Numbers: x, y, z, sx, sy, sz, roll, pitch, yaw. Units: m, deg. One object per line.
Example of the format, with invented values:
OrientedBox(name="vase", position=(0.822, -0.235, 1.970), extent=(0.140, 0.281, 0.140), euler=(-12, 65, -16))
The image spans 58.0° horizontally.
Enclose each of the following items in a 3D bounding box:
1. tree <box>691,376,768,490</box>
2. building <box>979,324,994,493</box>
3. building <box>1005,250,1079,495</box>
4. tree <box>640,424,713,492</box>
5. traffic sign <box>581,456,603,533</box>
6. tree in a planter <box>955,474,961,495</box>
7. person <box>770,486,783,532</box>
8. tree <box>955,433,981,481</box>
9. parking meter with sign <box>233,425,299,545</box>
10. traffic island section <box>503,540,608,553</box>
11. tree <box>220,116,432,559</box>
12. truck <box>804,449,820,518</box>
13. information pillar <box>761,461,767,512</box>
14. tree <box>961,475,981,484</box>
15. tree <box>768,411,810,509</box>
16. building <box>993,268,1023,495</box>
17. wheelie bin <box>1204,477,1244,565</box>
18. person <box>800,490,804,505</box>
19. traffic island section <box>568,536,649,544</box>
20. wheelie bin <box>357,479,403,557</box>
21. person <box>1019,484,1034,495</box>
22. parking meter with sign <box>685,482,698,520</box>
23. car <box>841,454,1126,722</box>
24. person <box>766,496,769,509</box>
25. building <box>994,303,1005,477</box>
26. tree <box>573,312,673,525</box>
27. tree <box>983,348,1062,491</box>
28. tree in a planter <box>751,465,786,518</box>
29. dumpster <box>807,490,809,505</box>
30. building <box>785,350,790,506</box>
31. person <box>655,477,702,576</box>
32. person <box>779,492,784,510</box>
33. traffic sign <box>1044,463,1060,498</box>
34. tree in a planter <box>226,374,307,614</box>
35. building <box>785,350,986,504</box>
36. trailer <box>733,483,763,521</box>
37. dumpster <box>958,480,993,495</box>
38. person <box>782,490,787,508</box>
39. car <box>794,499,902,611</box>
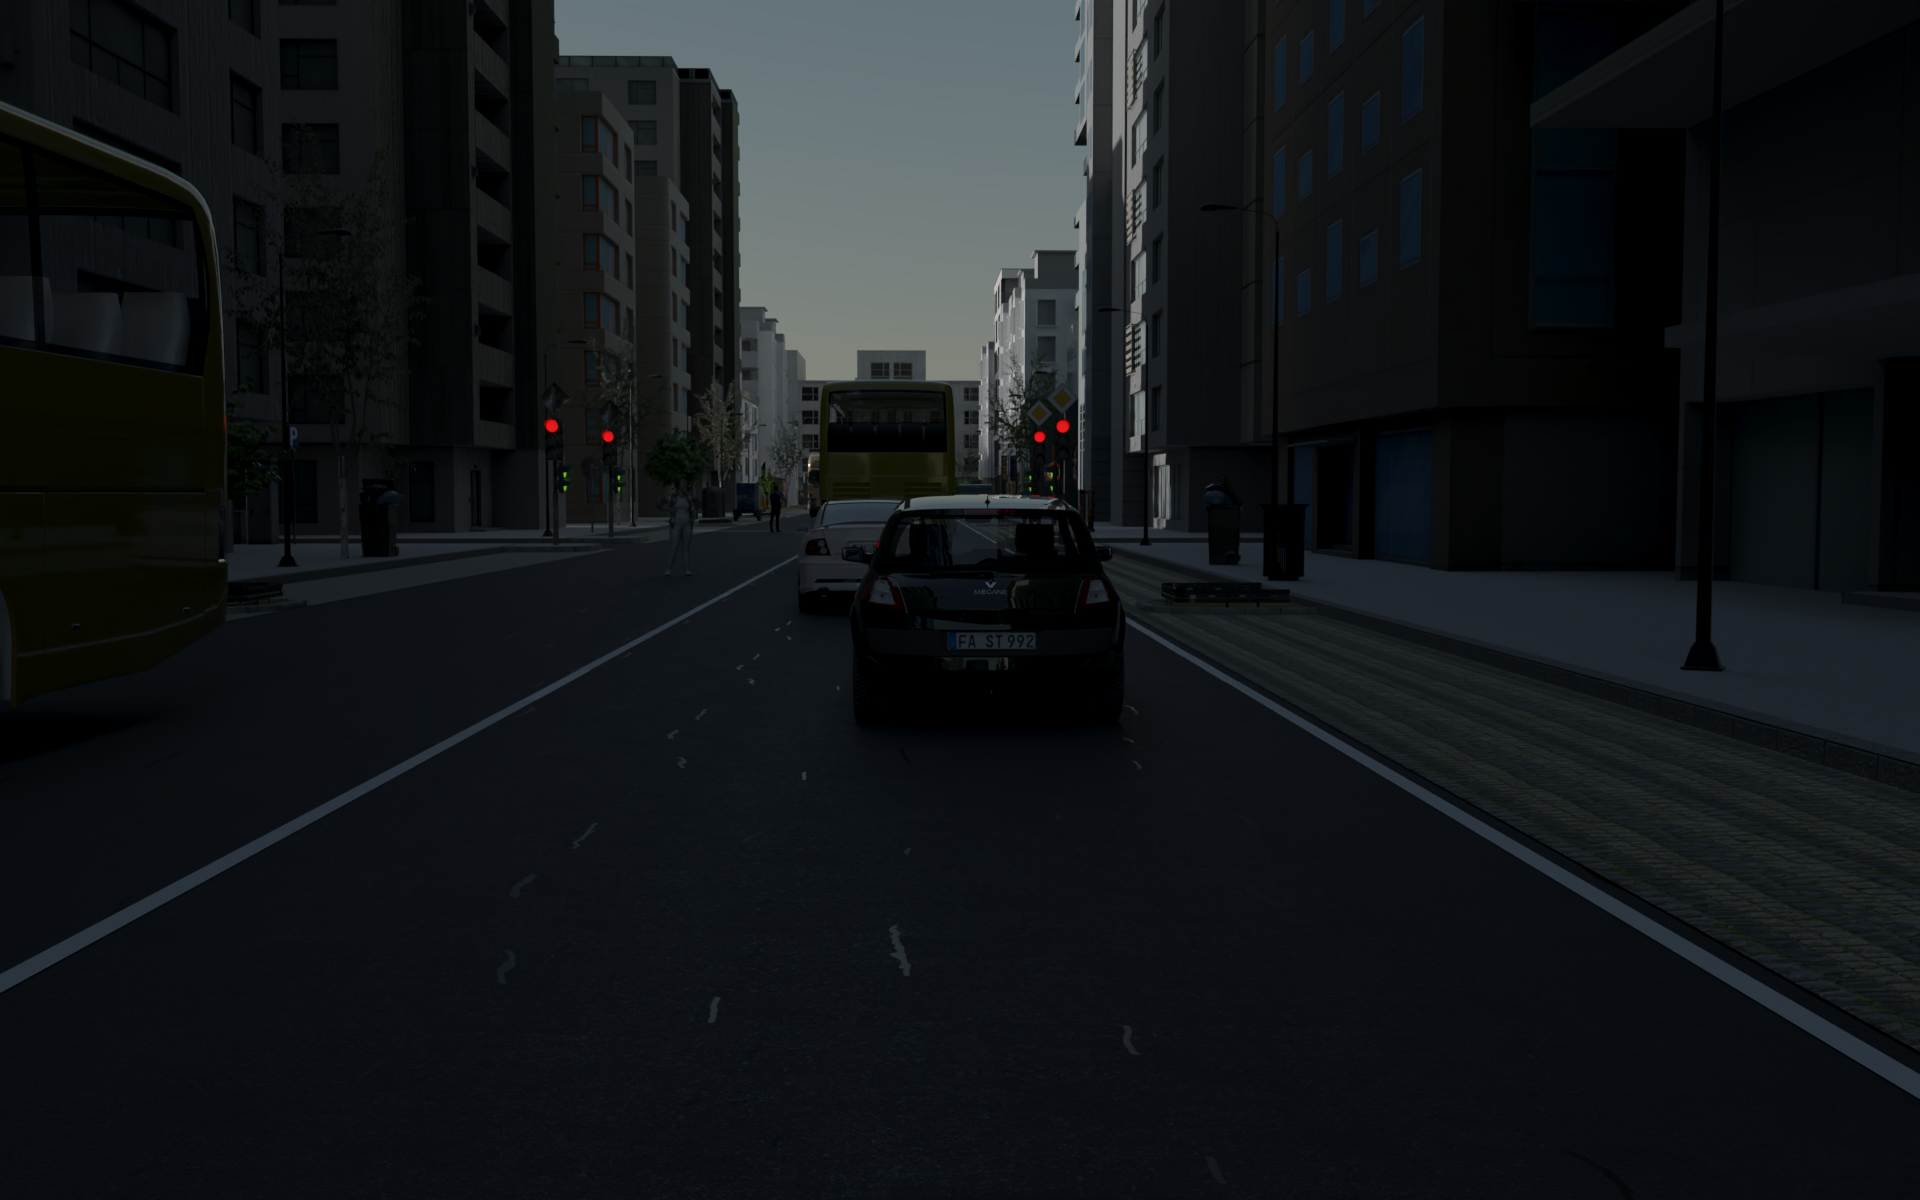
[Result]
OrientedBox(name="tree", position=(-14.777, -9.685, 108.715), extent=(4.360, 8.622, 3.978), euler=(0, 3, 0))
OrientedBox(name="building", position=(10.238, -20.766, 195.941), extent=(16.016, 20.091, 11.380), euler=(0, 4, -2))
OrientedBox(name="building", position=(12.181, -17.358, 140.216), extent=(16.016, 20.091, 11.380), euler=(0, 4, -2))
OrientedBox(name="tree", position=(-13.274, -5.974, 81.396), extent=(4.285, 4.588, 4.351), euler=(0, 3, 0))
OrientedBox(name="traffic sign", position=(-12.272, -3.526, 57.758), extent=(0.768, 2.556, 0.104), euler=(0, 4, 2))
OrientedBox(name="tree in a planter", position=(-0.385, -9.575, 153.779), extent=(1.991, 3.239, 1.994), euler=(0, 4, -2))
OrientedBox(name="person", position=(-6.930, -3.445, 65.533), extent=(0.576, 1.737, 0.504), euler=(2, 4, 26))
OrientedBox(name="tree", position=(1.031, -15.531, 204.294), extent=(4.360, 8.622, 3.978), euler=(0, 3, 0))
OrientedBox(name="parking meter with sign", position=(-17.783, -2.926, 44.104), extent=(1.738, 3.016, 0.543), euler=(0, 4, 4))
OrientedBox(name="traffic island section", position=(-10.198, -1.306, 43.627), extent=(2.009, 0.180, 2.903), euler=(0, 4, -2))
OrientedBox(name="tree", position=(-12.245, -5.114, 33.978), extent=(4.360, 8.622, 3.978), euler=(0, 3, 0))
OrientedBox(name="truck", position=(-8.135, -7.350, 109.079), extent=(2.839, 4.237, 11.283), euler=(0, 4, -2))
OrientedBox(name="information pillar", position=(-14.077, -8.123, 124.170), extent=(0.183, 3.616, 0.504), euler=(-3, 4, -36))
OrientedBox(name="tree", position=(1.479, -11.664, 185.309), extent=(1.663, 3.219, 1.824), euler=(0, 3, 0))
OrientedBox(name="tree", position=(-15.291, -12.427, 153.543), extent=(4.360, 8.622, 3.978), euler=(0, 3, 0))
OrientedBox(name="building", position=(17.219, -20.164, 173.648), extent=(27.936, 21.610, 32.646), euler=(0, 4, -2))
OrientedBox(name="wheelie bin", position=(4.794, -1.442, 31.482), extent=(0.693, 1.594, 0.980), euler=(1, 4, 12))
OrientedBox(name="person", position=(-18.454, -11.994, 202.859), extent=(0.721, 1.735, 1.217), euler=(-1, 4, -21))
OrientedBox(name="traffic island section", position=(-10.415, -1.794, 51.609), extent=(2.009, 0.180, 2.903), euler=(0, 4, -2))
OrientedBox(name="wheelie bin", position=(-11.840, -1.678, 35.340), extent=(0.980, 1.594, 0.693), euler=(0, 4, 2))
OrientedBox(name="person", position=(2.208, -2.944, 56.755), extent=(0.598, 1.807, 0.434), euler=(1, 4, 11))
OrientedBox(name="parking meter with sign", position=(-13.481, -5.536, 86.781), extent=(0.543, 3.016, 1.738), euler=(0, 4, 2))
OrientedBox(name="car", position=(0.140, -0.154, 12.297), extent=(2.009, 1.686, 4.222), euler=(0, 4, -1))
OrientedBox(name="person", position=(-16.185, -8.343, 145.702), extent=(0.557, 1.426, 1.065), euler=(2, 4, 29))
OrientedBox(name="building", position=(11.493, -18.051, 151.560), extent=(16.016, 20.091, 11.380), euler=(0, 4, -2))
OrientedBox(name="tree", position=(-13.908, -7.364, 70.767), extent=(4.360, 8.622, 3.978), euler=(0, 3, 0))
OrientedBox(name="tree", position=(3.301, -8.321, 86.405), extent=(4.737, 8.622, 4.395), euler=(0, 3, 0))
OrientedBox(name="tree in a planter", position=(-11.516, -6.558, 104.449), extent=(1.991, 3.239, 1.994), euler=(0, 4, -2))
OrientedBox(name="dumpster", position=(-13.170, -9.271, 159.803), extent=(1.865, 1.857, 1.264), euler=(0, 4, 0))
OrientedBox(name="building", position=(-26.249, -20.035, 183.993), extent=(16.016, 20.091, 11.380), euler=(0, 4, -2))
OrientedBox(name="person", position=(-4.912, -1.297, 30.427), extent=(0.841, 1.734, 0.376), euler=(-1, 4, -19))
OrientedBox(name="person", position=(-14.700, -8.231, 141.064), extent=(0.683, 1.767, 0.568), euler=(0, 4, -5))
OrientedBox(name="traffic sign", position=(3.822, -4.315, 70.663), extent=(0.768, 2.556, 0.104), euler=(0, 4, 2))
OrientedBox(name="tree in a planter", position=(-9.264, -1.477, 21.365), extent=(1.991, 3.239, 1.994), euler=(0, 4, -2))
OrientedBox(name="building", position=(-12.843, -21.697, 221.200), extent=(31.486, 18.905, 16.747), euler=(0, 4, -2))
OrientedBox(name="trailer", position=(-11.143, -5.101, 90.455), extent=(1.471, 1.999, 3.904), euler=(0, 4, -3))
OrientedBox(name="dumpster", position=(0.885, -5.772, 99.315), extent=(1.985, 2.255, 1.502), euler=(0, 3, 0))
OrientedBox(name="person", position=(-16.634, -9.582, 163.644), extent=(0.756, 1.711, 0.436), euler=(3, 5, 45))
OrientedBox(name="car", position=(-1.146, -0.629, 22.654), extent=(2.083, 1.381, 4.827), euler=(0, 4, -3))
